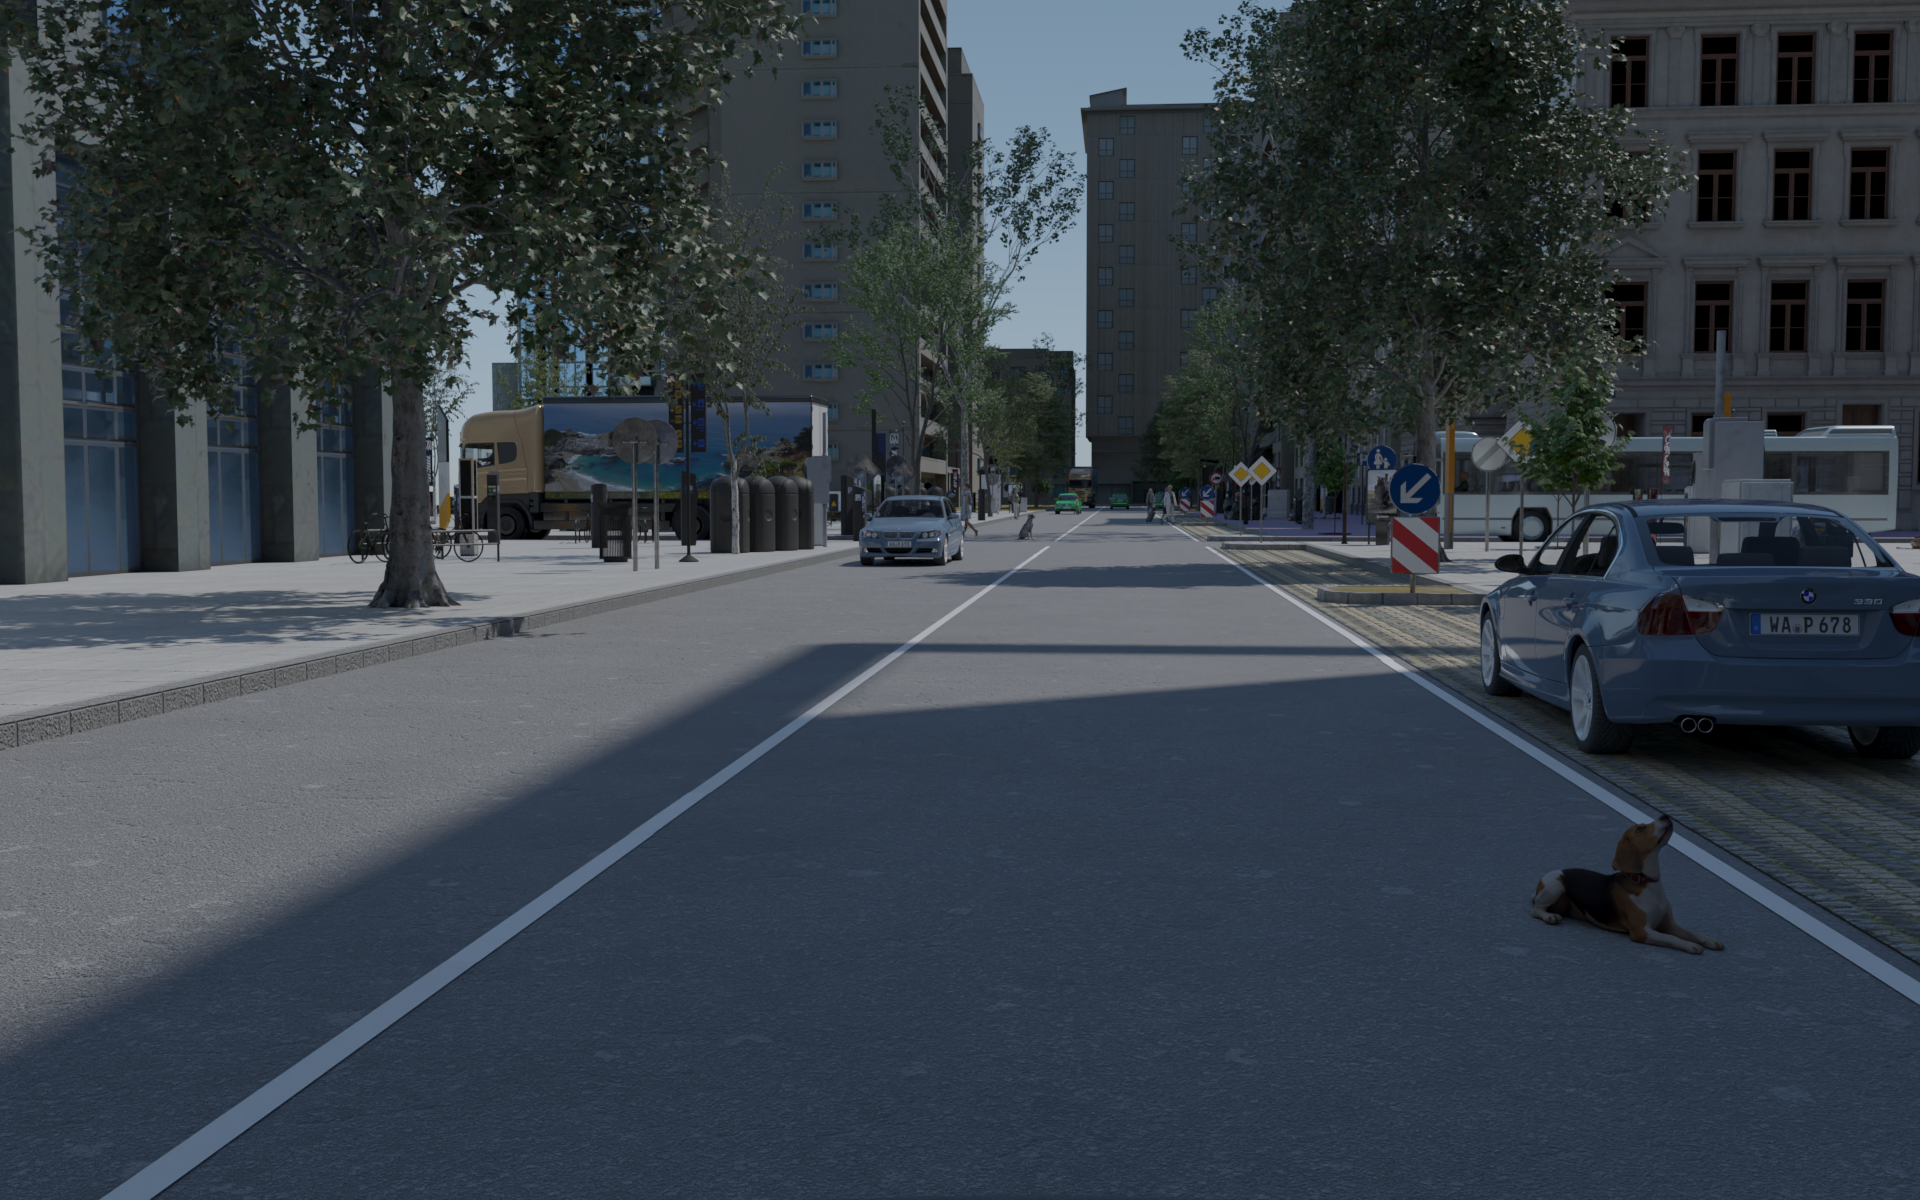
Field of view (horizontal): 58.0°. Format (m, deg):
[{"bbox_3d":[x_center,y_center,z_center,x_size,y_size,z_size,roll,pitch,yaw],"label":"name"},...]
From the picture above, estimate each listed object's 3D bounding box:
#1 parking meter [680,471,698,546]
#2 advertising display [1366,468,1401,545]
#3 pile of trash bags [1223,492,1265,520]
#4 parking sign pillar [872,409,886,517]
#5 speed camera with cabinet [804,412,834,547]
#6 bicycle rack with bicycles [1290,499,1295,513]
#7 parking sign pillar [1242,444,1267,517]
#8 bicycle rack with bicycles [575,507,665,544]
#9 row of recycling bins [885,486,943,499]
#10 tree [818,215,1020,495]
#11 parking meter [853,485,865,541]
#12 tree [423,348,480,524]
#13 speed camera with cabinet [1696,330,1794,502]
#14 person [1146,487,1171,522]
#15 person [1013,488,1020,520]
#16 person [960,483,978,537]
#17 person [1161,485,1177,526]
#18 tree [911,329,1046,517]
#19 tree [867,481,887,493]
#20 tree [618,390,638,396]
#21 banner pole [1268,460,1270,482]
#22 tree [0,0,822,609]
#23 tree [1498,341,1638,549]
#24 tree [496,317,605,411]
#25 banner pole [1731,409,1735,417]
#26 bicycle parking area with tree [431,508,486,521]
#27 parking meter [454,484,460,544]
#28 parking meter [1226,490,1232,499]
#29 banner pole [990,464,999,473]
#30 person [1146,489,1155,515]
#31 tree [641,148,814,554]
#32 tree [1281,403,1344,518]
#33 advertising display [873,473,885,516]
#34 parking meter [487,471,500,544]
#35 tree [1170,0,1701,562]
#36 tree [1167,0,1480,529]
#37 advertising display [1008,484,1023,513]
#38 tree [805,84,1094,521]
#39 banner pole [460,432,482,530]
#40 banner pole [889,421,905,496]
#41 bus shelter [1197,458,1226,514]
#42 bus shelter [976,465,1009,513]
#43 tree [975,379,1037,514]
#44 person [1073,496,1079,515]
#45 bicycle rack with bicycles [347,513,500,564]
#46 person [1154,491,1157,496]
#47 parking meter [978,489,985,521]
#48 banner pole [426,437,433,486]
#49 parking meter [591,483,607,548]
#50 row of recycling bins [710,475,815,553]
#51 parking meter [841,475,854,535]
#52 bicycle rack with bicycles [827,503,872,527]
[{"bbox_3d":[-6.728,-2.283,43.033,0.399,1.863,0.255,-1,4,-16],"label":"parking meter"},{"bbox_3d":[10.658,-2.349,43.626,0.123,1.923,0.974,-3,5,-40],"label":"advertising display"},{"bbox_3d":[14.221,-4.745,87.329,1.912,1.369,3.447,0,4,2],"label":"pile of trash bags"},{"bbox_3d":[-2.615,-4.106,55.600,1.447,3.967,1.447,0,4,-2],"label":"parking sign pillar"},{"bbox_3d":[-3.571,-2.953,42.614,0.660,3.252,2.038,-1,4,-9],"label":"speed camera with cabinet"},{"bbox_3d":[22.943,-6.469,119.142,2.925,0.926,2.852,3,5,45],"label":"bicycle rack with bicycles"},{"bbox_3d":[16.422,-6.619,96.694,1.447,3.967,1.447,-1,4,-16],"label":"parking sign pillar"},{"bbox_3d":[-9.105,-1.993,45.962,2.852,0.926,2.925,0,4,-8],"label":"bicycle rack with bicycles"},{"bbox_3d":[-2.560,-5.242,92.816,3.534,1.692,1.069,-2,4,-23],"label":"row of recycling bins"},{"bbox_3d":[-1.623,-8.529,65.206,9.928,11.665,9.643,0,3,0],"label":"tree"},{"bbox_3d":[-2.723,-2.365,47.076,0.372,1.533,0.369,0,3,0],"label":"parking meter"},{"bbox_3d":[-22.724,-7.556,73.904,4.360,8.622,3.978,0,3,0],"label":"tree"},{"bbox_3d":[9.249,-1.591,20.342,0.660,3.252,2.038,1,4,12],"label":"speed camera with cabinet"},{"bbox_3d":[10.119,-4.836,87.788,1.509,1.804,0.699,-1,4,-19],"label":"person"},{"bbox_3d":[3.187,-5.394,97.241,0.362,1.759,0.519,1,4,22],"label":"person"},{"bbox_3d":[0.300,-3.018,57.941,0.778,1.811,0.616,2,4,31],"label":"person"},{"bbox_3d":[9.436,-4.274,78.251,0.818,1.842,0.514,3,5,43],"label":"person"},{"bbox_3d":[1.404,-9.978,97.546,7.601,10.594,8.767,2,4,26],"label":"tree"},{"bbox_3d":[-5.760,-7.523,117.597,1.663,3.219,1.824,0,3,0],"label":"tree"},{"bbox_3d":[-22.062,-9.920,112.560,4.737,8.622,4.395,0,3,0],"label":"tree"},{"bbox_3d":[22.511,-8.320,126.050,0.401,3.779,0.863,1,4,15],"label":"banner pole"},{"bbox_3d":[-6.392,-6.277,19.639,9.611,12.733,9.660,0,3,0],"label":"tree"},{"bbox_3d":[7.899,-1.675,21.982,1.663,3.219,1.824,0,3,0],"label":"tree"},{"bbox_3d":[-16.249,-7.213,68.293,4.737,8.622,4.395,0,3,0],"label":"tree"},{"bbox_3d":[22.537,-3.738,51.133,0.863,3.779,0.401,0,4,1],"label":"banner pole"},{"bbox_3d":[-23.261,-6.529,93.747,8.231,4.147,9.016,0,4,-3],"label":"bicycle parking area with tree"},{"bbox_3d":[-12.855,-2.218,44.669,0.372,1.533,0.369,0,3,0],"label":"parking meter"},{"bbox_3d":[16.179,-5.862,104.261,0.372,1.533,0.369,0,3,0],"label":"parking meter"},{"bbox_3d":[2.612,-8.446,128.114,0.863,3.779,0.401,1,4,21],"label":"banner pole"},{"bbox_3d":[12.929,-6.623,116.966,0.709,1.800,0.728,3,4,36],"label":"person"},{"bbox_3d":[-4.918,-5.269,36.504,4.360,8.622,3.978,0,3,0],"label":"tree"},{"bbox_3d":[19.510,-8.768,93.719,4.737,8.622,4.395,0,3,0],"label":"tree"},{"bbox_3d":[-2.518,-2.968,53.742,0.123,1.923,0.974,-1,4,-17],"label":"advertising display"},{"bbox_3d":[-11.858,-2.344,44.028,0.255,1.863,0.399,0,4,-4],"label":"parking meter"},{"bbox_3d":[8.861,-7.083,32.811,9.611,12.733,9.660,0,3,0],"label":"tree"},{"bbox_3d":[13.756,-12.698,63.495,12.611,20.169,13.585,0,3,0],"label":"tree"},{"bbox_3d":[4.243,-7.598,129.433,0.974,1.923,0.123,-2,4,-28],"label":"advertising display"},{"bbox_3d":[-1.221,-13.845,82.252,12.611,20.169,13.585,0,3,0],"label":"tree"},{"bbox_3d":[-17.292,-4.366,61.394,0.863,3.779,0.401,-1,4,-12],"label":"banner pole"},{"bbox_3d":[-2.127,-4.249,59.484,0.863,3.779,0.401,-3,5,-40],"label":"banner pole"},{"bbox_3d":[16.904,-7.651,116.383,1.731,3.624,6.357,0,4,6],"label":"bus shelter"},{"bbox_3d":[2.311,-7.830,121.941,2.014,3.302,5.546,0,4,5],"label":"bus shelter"},{"bbox_3d":[2.530,-9.739,109.600,4.737,8.622,4.395,0,3,0],"label":"tree"},{"bbox_3d":[7.949,-6.449,118.187,0.590,1.304,0.306,-3,5,-39],"label":"person"},{"bbox_3d":[-10.178,-1.174,32.583,2.852,0.926,2.925,3,5,39],"label":"bicycle rack with bicycles"},{"bbox_3d":[19.313,-9.853,170.311,0.721,1.735,1.217,1,4,21],"label":"person"},{"bbox_3d":[1.044,-4.604,83.692,0.372,1.533,0.369,0,3,0],"label":"parking meter"},{"bbox_3d":[-20.629,-4.704,66.934,0.401,3.779,0.863,1,4,22],"label":"banner pole"},{"bbox_3d":[-8.567,-2.000,41.113,0.372,1.533,0.369,0,3,0],"label":"parking meter"},{"bbox_3d":[-4.360,-1.945,38.920,1.069,1.692,3.534,2,4,27],"label":"row of recycling bins"},{"bbox_3d":[-3.489,-2.940,53.774,0.255,1.863,0.399,3,5,44],"label":"parking meter"},{"bbox_3d":[-3.827,-3.352,68.193,2.925,0.926,2.852,1,4,19],"label":"bicycle rack with bicycles"}]
